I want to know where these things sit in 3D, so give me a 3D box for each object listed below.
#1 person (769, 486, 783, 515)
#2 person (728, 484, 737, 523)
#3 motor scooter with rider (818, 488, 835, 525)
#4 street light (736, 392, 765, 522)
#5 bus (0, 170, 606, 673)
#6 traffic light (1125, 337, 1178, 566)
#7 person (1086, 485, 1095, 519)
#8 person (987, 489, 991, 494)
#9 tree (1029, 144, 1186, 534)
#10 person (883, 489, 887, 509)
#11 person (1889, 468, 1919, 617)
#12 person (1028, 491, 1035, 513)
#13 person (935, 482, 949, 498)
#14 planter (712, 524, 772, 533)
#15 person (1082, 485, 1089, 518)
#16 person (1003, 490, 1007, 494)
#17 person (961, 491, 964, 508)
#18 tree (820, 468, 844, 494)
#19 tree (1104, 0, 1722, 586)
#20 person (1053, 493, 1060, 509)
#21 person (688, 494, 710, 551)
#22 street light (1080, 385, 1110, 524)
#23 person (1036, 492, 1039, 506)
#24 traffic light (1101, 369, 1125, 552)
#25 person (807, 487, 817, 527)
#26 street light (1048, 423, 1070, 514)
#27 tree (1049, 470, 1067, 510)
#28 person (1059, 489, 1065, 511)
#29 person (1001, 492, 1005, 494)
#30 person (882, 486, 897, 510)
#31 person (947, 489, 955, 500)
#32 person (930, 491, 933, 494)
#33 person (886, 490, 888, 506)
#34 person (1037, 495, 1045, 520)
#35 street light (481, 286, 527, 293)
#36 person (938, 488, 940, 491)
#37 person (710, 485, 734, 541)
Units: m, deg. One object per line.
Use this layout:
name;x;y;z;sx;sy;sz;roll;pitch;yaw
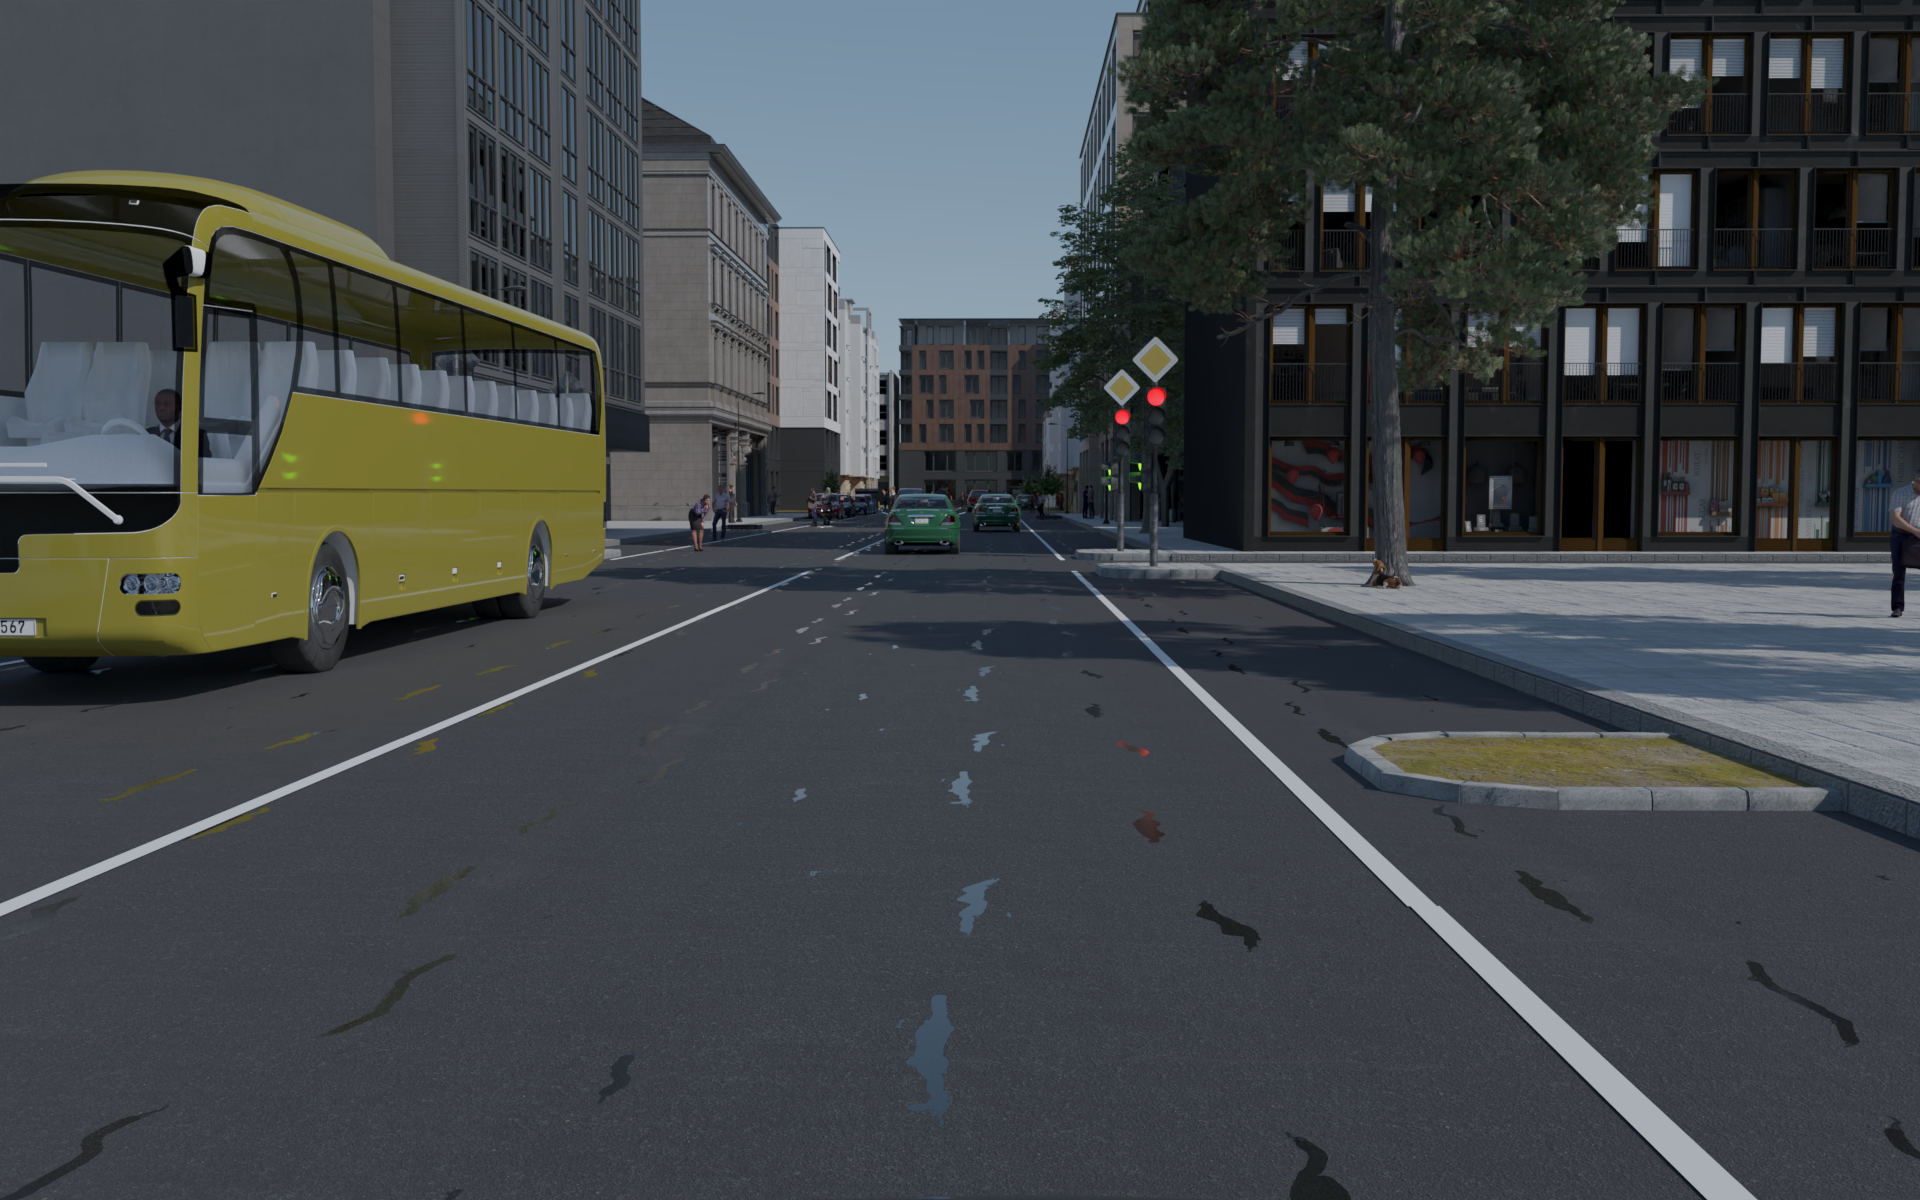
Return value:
person;-11.413;-6.175;107.542;0.750;1.759;0.617;-2;4;-25
person;-9.950;-4.232;76.044;0.445;1.727;0.742;-1;4;-23
motor scooter with rider;-6.180;-4.346;80.018;0.876;1.779;1.986;0;4;1
street light;-9.532;-6.499;78.798;1.470;5.913;1.316;0;4;1
bus;-6.167;-1.565;17.138;2.896;3.916;12.252;0;4;2
traffic light;3.420;-2.533;30.652;0.839;4.213;0.868;0;4;1
person;6.667;-5.090;89.790;0.750;1.759;0.617;3;5;44
person;1.866;-6.036;108.002;0.431;1.722;0.655;-1;4;-14
tree;6.105;-8.470;56.604;7.486;12.596;7.792;0;3;0
person;-5.536;-7.274;127.458;0.705;1.821;1.348;0;3;0
person;9.897;-0.587;17.855;0.614;1.554;0.590;1;4;10
person;5.358;-7.331;129.837;0.593;1.643;0.415;2;4;25
person;-0.489;-2.529;50.292;0.683;1.767;0.568;3;5;40
planter;-8.012;-2.619;63.955;1.991;0.319;1.994;0;4;1
person;6.695;-5.158;91.077;0.504;1.737;0.576;-2;4;-26
person;4.509;-10.380;178.081;0.709;1.838;0.599;-3;4;-39
person;0.307;-9.978;172.350;0.721;1.735;1.217;0;4;-1
tree;-9.149;-7.972;124.939;1.663;3.219;1.824;0;3;0
tree;5.865;-7.141;24.179;7.806;13.903;7.818;0;3;0
person;8.136;-8.278;144.650;0.557;1.426;1.065;3;5;43
person;-6.462;-1.922;43.163;0.697;1.427;0.421;3;5;43
street light;5.704;-6.190;73.740;1.470;5.913;1.316;0;4;1
person;8.350;-10.860;184.280;0.721;1.739;1.217;0;4;3
traffic light;3.575;-3.021;38.635;0.839;4.213;0.868;0;4;1
person;-6.479;-4.070;75.868;0.431;1.722;0.655;0;4;0
street light;6.470;-8.602;113.190;1.470;5.913;1.316;0;4;1
tree;7.759;-9.299;146.642;1.663;3.219;1.824;0;3;0
person;7.816;-7.716;132.998;0.445;1.727;0.742;0;4;6
person;1.909;-4.294;80.916;0.471;1.553;0.569;-1;4;-16
person;-2.733;-3.494;66.433;0.742;1.727;0.445;2;4;30
person;-0.950;-8.004;139.302;1.348;1.831;0.705;-2;4;-27
person;-2.895;-10.641;183.266;0.721;1.735;1.217;1;4;11
person;-6.344;-8.769;152.396;0.750;1.759;0.617;-1;4;-14
person;4.473;-5.157;95.021;0.590;1.554;0.614;-2;4;-27
street light;-10.358;-4.051;38.778;1.470;5.913;1.316;0;4;1
person;-1.446;-7.120;124.787;0.709;1.838;0.599;-2;4;-35
person;-7.334;-2.666;53.025;0.756;1.711;0.436;2;4;30
